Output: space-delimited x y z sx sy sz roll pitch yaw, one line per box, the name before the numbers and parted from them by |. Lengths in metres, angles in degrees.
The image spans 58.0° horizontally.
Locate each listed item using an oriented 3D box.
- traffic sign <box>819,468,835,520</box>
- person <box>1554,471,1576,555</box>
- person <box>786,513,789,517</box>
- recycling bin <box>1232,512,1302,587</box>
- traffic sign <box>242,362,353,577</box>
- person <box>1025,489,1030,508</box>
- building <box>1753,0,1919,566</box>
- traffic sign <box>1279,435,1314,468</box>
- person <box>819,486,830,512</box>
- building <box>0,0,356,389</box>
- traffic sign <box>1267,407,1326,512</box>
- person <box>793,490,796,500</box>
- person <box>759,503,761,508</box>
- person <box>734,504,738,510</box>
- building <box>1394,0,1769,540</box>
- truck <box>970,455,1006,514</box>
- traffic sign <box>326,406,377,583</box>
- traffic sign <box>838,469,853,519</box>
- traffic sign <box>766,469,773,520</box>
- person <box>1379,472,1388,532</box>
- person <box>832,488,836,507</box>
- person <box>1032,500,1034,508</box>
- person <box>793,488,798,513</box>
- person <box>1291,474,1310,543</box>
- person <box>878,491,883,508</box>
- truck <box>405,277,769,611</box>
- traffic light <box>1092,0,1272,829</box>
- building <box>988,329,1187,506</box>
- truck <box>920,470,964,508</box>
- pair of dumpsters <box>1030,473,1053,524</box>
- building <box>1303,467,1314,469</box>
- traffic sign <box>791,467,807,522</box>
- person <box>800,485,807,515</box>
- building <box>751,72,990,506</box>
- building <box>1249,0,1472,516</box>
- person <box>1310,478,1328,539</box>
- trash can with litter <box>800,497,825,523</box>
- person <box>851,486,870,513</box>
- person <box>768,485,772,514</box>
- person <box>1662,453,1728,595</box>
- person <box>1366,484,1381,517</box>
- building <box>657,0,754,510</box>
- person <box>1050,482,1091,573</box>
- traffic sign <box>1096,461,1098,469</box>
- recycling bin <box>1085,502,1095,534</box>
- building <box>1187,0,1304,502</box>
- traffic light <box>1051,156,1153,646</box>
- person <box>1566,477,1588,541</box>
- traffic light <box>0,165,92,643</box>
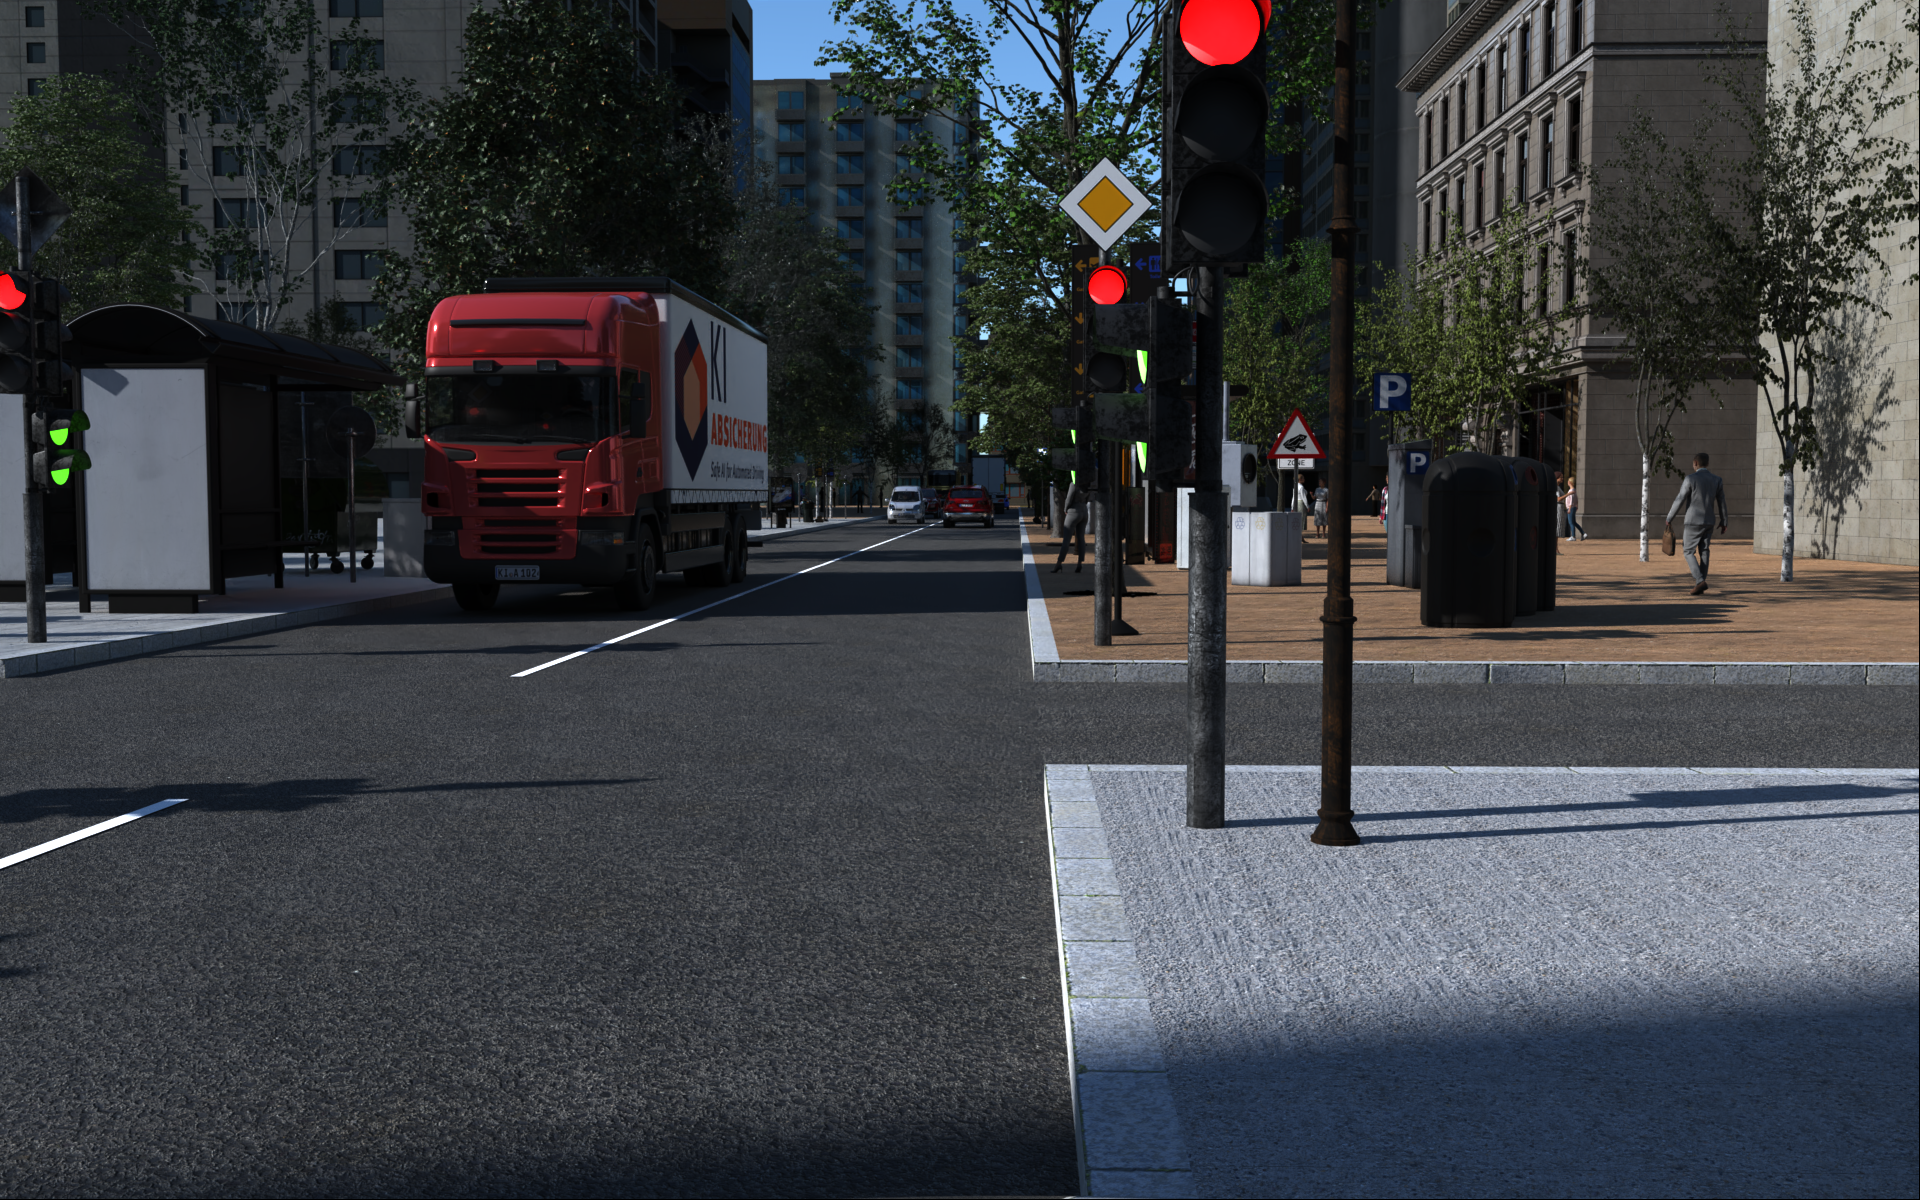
traffic sign | -6.324 -5.024 82.247 0.768 2.556 0.104 0 4 2
person | 12.635 -1.819 36.361 0.524 1.755 0.480 1 4 17
person | -9.660 -5.446 95.600 0.721 1.766 1.217 -1 4 -20
recycling bin | 4.313 -0.721 24.351 0.722 1.027 0.722 -3 5 -40
traffic sign | -10.443 -2.016 26.829 2.265 3.308 0.079 1 4 11
person | 6.128 -9.155 156.446 0.721 1.735 1.217 1 4 19
building | 25.405 -10.804 31.395 16.860 20.320 10.420 0 4 2
traffic sign | 5.647 -1.652 29.143 0.606 2.300 0.079 0 4 6
person | -9.679 -7.106 122.238 0.705 1.822 1.348 -3 5 -44
building | -64.489 -43.065 142.368 20.611 71.187 20.563 0 4 2
traffic sign | 5.055 -1.594 26.065 0.884 2.594 0.081 0 4 8
person | -14.612 -8.895 152.020 0.434 1.755 0.990 0 4 -7
person | -18.887 -9.582 162.716 0.705 1.822 1.348 1 4 17
person | -16.348 -7.336 125.956 0.705 1.831 1.348 -1 4 -14
building | 22.624 -13.273 67.918 10.553 20.767 40.483 0 4 2
truck | 2.092 -8.539 128.523 2.839 4.237 11.283 0 4 1
traffic sign | -8.807 -1.526 25.060 0.768 2.556 0.104 0 4 7
traffic sign | -5.915 -5.469 89.522 0.768 2.556 0.104 0 4 7
traffic sign | -9.700 -5.318 87.061 0.768 2.556 0.104 0 4 7
person | 8.319 -1.608 33.176 0.643 1.720 0.563 -3 5 -41
person | -12.177 -9.867 167.006 0.705 1.869 1.348 1 4 11
person | 6.742 -9.299 158.219 0.705 1.807 1.348 0 4 -3
person | -11.421 -6.794 117.804 1.217 1.739 0.721 0 4 -2
person | 8.819 -2.382 45.212 0.641 1.798 0.478 0 4 -5
person | -7.382 -9.499 161.482 0.705 1.807 1.348 -1 4 -18
truck | -4.833 -2.189 24.710 2.839 4.237 11.283 0 4 3
traffic light | 0.932 -1.081 6.593 0.839 4.253 0.868 0 4 2
building | 17.961 -21.781 201.158 28.899 21.520 27.650 0 4 2
truck | -1.270 -8.829 140.273 3.469 3.379 9.791 0 4 2
pair of dumpsters | 3.857 -4.493 75.950 1.574 2.255 4.437 0 4 2
building | 42.760 -46.281 194.948 20.611 71.187 20.563 0 4 2
traffic sign | -7.443 -4.899 80.205 0.768 2.556 0.104 1 4 10
person | -9.737 -6.207 107.390 0.599 1.838 0.709 -1 4 -14
building | -11.756 -35.474 199.615 30.456 49.044 23.786 0 4 2
building | 35.036 -25.562 109.815 32.217 40.220 23.993 0 4 2
person | 10.355 -2.645 49.851 0.480 1.755 0.524 2 4 30
trash can with litter | -6.621 -4.072 77.962 1.055 1.170 0.624 -2 4 -25
person | -6.709 -6.740 116.375 1.348 1.807 0.705 1 4 15
person | -12.048 -6.368 109.794 1.348 1.869 0.705 2 4 26
person | 9.471 -0.984 22.253 0.709 1.813 0.853 -1 4 -10
person | 23.313 -5.587 97.398 1.348 1.823 0.705 -3 5 -41
building | -25.369 -30.286 145.294 14.200 45.320 14.600 0 4 2
person | 1.810 -1.339 28.216 0.573 1.790 0.520 2 4 29
traffic sign | 4.838 -3.748 61.392 0.768 2.556 0.104 0 4 5
recycling bin | 4.154 -2.620 55.391 0.722 1.027 0.722 -3 5 -42
building | 26.497 -30.177 143.501 14.600 45.320 14.200 0 4 2
traffic light | 1.194 -1.569 14.574 0.839 4.253 0.868 0 4 2
person | 16.866 -2.486 47.355 0.598 1.740 0.731 1 4 15
traffic light | -7.963 -1.586 14.857 0.839 4.253 0.868 0 4 2
